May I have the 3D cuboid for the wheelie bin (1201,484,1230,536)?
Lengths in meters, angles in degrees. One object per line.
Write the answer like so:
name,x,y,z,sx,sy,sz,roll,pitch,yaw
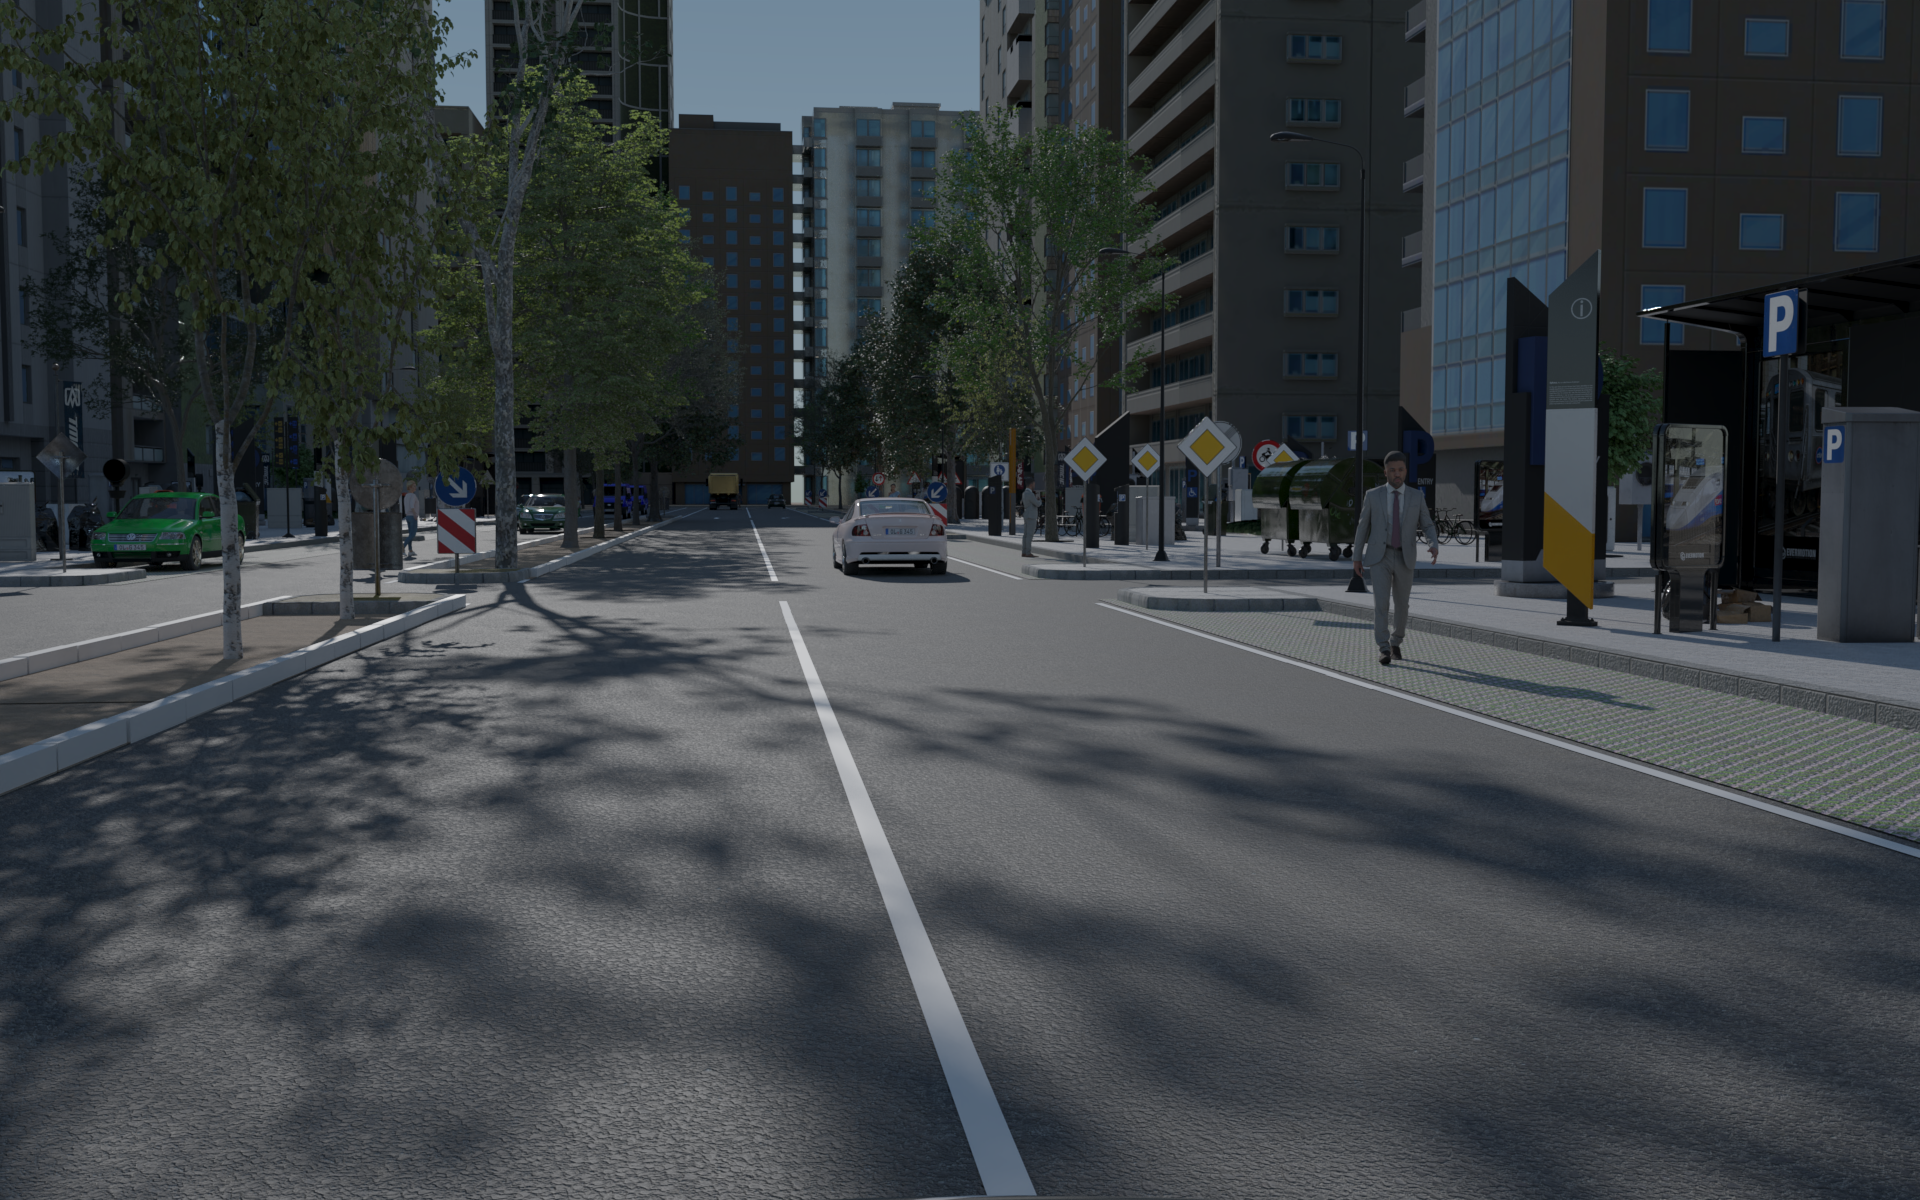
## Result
wheelie bin,7.901,-2.791,53.540,0.693,1.594,0.980,-2,4,-27

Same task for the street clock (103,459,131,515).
street clock,-17.371,-1.905,35.720,0.471,2.002,0.358,0,4,-2

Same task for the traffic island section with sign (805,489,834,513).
traffic island section with sign,-10.575,-7.526,131.670,1.989,1.847,2.006,0,4,-7

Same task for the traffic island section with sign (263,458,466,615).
traffic island section with sign,-7.340,-0.812,21.412,2.006,1.907,1.989,0,4,-7

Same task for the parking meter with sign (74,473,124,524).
parking meter with sign,-30.763,-4.019,61.978,1.738,3.016,0.543,-1,4,-11

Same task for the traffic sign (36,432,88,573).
traffic sign,-14.631,-1.505,28.245,0.795,2.450,0.064,0,4,-7

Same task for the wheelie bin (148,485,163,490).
wheelie bin,-28.624,-3.279,61.518,0.693,1.594,0.980,1,4,12

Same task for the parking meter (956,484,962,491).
parking meter,-0.135,-5.523,96.018,0.399,1.863,0.255,-2,4,-31

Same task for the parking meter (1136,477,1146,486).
parking meter,6.171,-3.239,58.676,0.399,1.863,0.255,0,4,6

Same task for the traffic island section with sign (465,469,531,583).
traffic island section with sign,-8.258,-1.262,28.762,2.006,1.907,1.989,0,4,-7

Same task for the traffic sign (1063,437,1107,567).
traffic sign,2.183,-1.633,30.341,0.795,2.450,0.064,0,4,-7

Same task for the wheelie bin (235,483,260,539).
wheelie bin,-20.284,-2.526,49.201,0.693,1.594,0.980,-1,4,-13

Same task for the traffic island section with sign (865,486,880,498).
traffic island section with sign,-4.291,-4.479,81.852,1.989,1.847,2.006,0,4,-7

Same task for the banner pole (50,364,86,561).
banner pole,-17.334,-2.669,33.660,0.401,3.779,0.863,1,4,18

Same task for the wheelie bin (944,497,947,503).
wheelie bin,-0.593,-5.091,91.139,0.980,1.594,0.693,-1,4,-16

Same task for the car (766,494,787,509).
car,-17.994,-9.792,169.882,2.009,1.686,4.222,0,4,-7

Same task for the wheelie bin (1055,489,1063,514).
wheelie bin,5.924,-5.929,104.840,0.693,1.594,0.980,2,4,26

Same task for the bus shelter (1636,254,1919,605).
bus shelter,9.962,-1.727,19.514,1.731,3.624,6.357,0,4,-7

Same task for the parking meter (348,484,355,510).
parking meter,-35.182,-5.777,100.168,0.255,1.863,0.399,1,4,10

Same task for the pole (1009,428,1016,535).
pole,1.632,-3.674,53.913,0.158,3.312,0.155,0,3,0

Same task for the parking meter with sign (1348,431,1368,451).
parking meter with sign,11.295,-3.190,48.412,0.543,3.016,1.738,2,4,26

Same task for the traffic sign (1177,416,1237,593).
traffic sign,3.184,-1.148,22.418,0.795,2.450,0.064,0,4,-7

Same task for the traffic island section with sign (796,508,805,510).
traffic island section with sign,-14.097,-9.222,159.408,1.989,1.847,2.006,0,4,-7

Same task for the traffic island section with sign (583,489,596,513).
traffic island section with sign,-27.090,-7.386,129.394,1.989,1.847,2.006,0,4,-7

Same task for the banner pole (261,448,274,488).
banner pole,-37.270,-6.326,93.439,0.401,3.779,0.863,3,5,43

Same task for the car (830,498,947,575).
car,-1.341,-1.208,32.114,2.083,1.381,4.827,0,4,-8

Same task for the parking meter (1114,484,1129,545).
parking meter,4.069,-2.150,43.559,0.372,1.533,0.369,0,3,0

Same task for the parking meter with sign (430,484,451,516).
parking meter with sign,-30.650,-6.432,101.419,1.738,3.016,0.543,-3,5,-40

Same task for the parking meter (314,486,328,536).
parking meter,-19.414,-2.703,52.609,0.372,1.533,0.369,0,3,0

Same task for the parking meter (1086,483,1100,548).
parking meter,3.130,-2.004,41.179,0.372,1.533,0.369,0,3,0

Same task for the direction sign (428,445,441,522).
direction sign,-23.993,-5.350,79.469,0.379,3.537,0.876,3,5,43

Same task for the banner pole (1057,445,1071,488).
banner pole,5.397,-6.060,89.096,0.863,3.779,0.401,-1,4,-8

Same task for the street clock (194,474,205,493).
street clock,-27.024,-3.486,61.569,0.358,2.002,0.471,-2,4,-29

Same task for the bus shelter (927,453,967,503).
bus shelter,-0.763,-6.752,101.685,1.731,3.624,6.357,0,4,-7

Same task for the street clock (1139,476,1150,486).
street clock,7.328,-3.952,69.189,0.358,2.002,0.471,-3,4,-37

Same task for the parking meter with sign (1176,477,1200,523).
parking meter with sign,10.247,-4.944,77.101,1.738,3.016,0.543,-1,4,-20

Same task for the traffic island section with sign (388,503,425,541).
traffic island section with sign,-17.420,-2.699,52.754,1.989,1.847,2.006,0,4,-7

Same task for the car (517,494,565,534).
car,-15.237,-3.200,64.112,2.131,1.459,4.920,-1,4,-9

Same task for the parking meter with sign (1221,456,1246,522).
parking meter with sign,12.239,-5.095,79.562,1.738,3.016,0.543,-1,4,-18

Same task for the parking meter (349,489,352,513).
parking meter,-28.373,-4.392,80.220,0.372,1.533,0.369,0,3,0

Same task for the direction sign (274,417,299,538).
direction sign,-19.794,-3.606,50.956,0.876,3.537,0.379,1,4,22

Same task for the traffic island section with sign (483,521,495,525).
traffic island section with sign,-20.852,-4.357,79.869,1.989,1.847,2.006,0,4,-7

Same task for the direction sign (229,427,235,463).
direction sign,-24.611,-4.068,58.507,0.379,3.537,0.876,-3,4,-36

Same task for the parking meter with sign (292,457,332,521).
parking meter with sign,-30.806,-5.271,82.435,0.543,3.016,1.738,3,5,40

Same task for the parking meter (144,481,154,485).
parking meter,-37.474,-4.550,80.096,0.399,1.863,0.255,1,4,19

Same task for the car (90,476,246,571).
car,-15.228,-1.509,33.465,1.959,1.807,4.718,0,4,-7

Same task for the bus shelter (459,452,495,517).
bus shelter,-27.501,-6.639,99.825,1.731,3.624,6.357,0,4,-7

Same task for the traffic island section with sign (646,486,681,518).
traffic island section with sign,-17.684,-5.821,103.310,2.006,1.907,1.989,0,4,-7

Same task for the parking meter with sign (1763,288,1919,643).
parking meter with sign,7.920,-1.147,15.015,1.738,3.016,0.543,0,4,-3

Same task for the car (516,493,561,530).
car,-16.987,-3.649,69.448,2.009,1.686,4.222,-1,4,-8

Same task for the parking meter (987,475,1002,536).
parking meter,1.065,-2.902,53.161,0.399,1.863,0.255,3,5,41

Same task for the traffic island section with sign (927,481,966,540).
traffic island section with sign,-0.914,-2.843,55.108,1.989,1.847,2.006,0,4,-7

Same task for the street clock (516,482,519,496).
street clock,-24.849,-5.631,96.642,0.471,2.002,0.358,-1,4,-13
